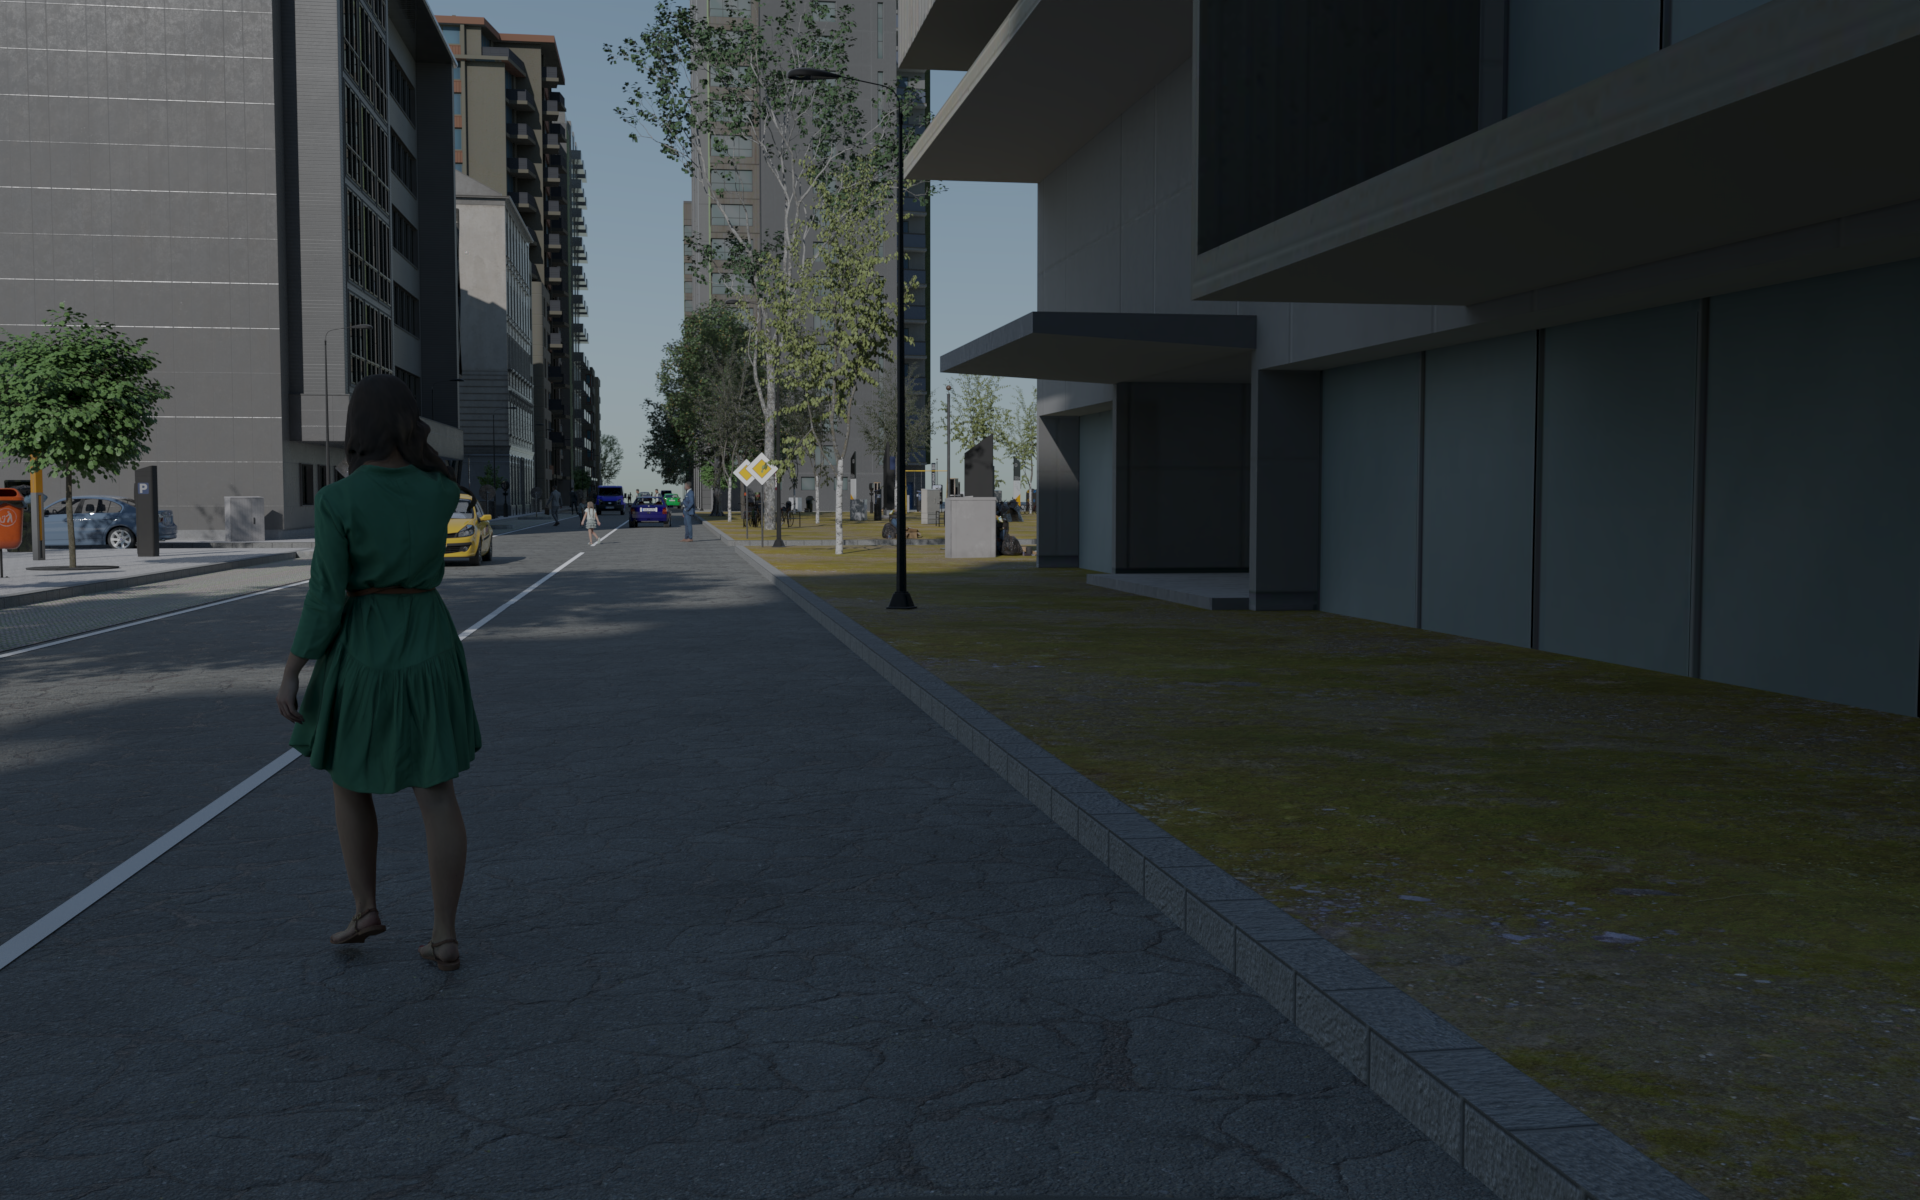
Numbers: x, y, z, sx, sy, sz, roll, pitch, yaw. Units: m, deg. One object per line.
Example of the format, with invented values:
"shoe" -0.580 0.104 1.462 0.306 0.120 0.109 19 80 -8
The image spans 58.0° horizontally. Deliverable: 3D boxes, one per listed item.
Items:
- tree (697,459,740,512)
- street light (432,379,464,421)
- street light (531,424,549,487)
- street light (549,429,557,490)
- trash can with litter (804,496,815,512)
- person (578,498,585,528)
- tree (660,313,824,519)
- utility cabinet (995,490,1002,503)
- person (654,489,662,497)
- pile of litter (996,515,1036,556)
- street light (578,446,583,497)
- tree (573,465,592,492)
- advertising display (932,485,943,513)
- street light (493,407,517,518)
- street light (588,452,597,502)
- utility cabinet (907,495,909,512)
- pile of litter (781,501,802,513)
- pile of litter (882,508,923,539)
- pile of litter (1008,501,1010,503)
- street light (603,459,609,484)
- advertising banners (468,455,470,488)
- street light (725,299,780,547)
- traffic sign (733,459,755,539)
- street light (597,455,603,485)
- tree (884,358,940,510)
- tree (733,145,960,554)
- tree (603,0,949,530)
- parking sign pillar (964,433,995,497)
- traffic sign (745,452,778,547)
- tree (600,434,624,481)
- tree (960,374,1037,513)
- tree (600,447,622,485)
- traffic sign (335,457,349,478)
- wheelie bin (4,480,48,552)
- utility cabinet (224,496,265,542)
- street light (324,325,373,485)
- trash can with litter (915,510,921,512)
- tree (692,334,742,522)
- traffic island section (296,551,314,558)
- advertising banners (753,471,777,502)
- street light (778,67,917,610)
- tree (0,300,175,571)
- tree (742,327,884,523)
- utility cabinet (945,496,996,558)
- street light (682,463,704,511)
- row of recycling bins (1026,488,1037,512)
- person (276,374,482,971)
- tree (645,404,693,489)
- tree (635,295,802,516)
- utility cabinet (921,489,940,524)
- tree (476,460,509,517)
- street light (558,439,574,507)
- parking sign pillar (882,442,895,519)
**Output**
"tree" -17.436 -8.699 125.934 4.285 4.588 4.351 0 3 0
"street light" -20.620 -5.943 69.702 1.470 5.913 1.316 -1 4 -10
"street light" -28.124 -8.674 114.360 1.470 5.913 1.316 -1 4 -10
"street light" -29.598 -9.219 123.272 1.470 5.913 1.316 -1 4 -10
"trash can with litter" -10.582 -6.740 121.584 0.624 1.170 1.055 1 4 10
"person" -16.007 -3.679 73.342 0.352 1.250 0.332 0 4 8
"tree" -11.116 -9.444 88.818 8.767 10.594 7.601 -1 4 -9
"utility cabinet" 1.816 -5.365 96.403 1.173 1.500 0.318 -3 5 -41
"person" -20.015 -6.481 114.816 0.623 1.781 0.721 0 4 5
"pile of litter" 0.933 -1.376 36.462 1.176 0.858 1.719 -3 4 -37
"street light" -37.208 -11.948 167.885 1.470 5.913 1.316 -1 4 -10
"tree" -43.349 -13.045 196.991 4.285 4.588 4.351 0 3 0
"advertising display" -1.532 -6.889 117.853 0.123 1.923 0.974 -3 5 -42
"street light" -24.226 -7.316 92.165 1.470 5.913 1.316 -1 4 -10
"street light" -40.898 -13.307 190.115 1.470 5.913 1.316 -1 4 -10
"utility cabinet" -3.776 -6.849 123.149 0.306 1.237 1.020 0 4 -6
"pile of litter" -11.456 -6.314 117.195 1.719 0.858 1.176 -1 4 -14
"pile of litter" -1.625 -2.234 50.497 1.176 0.858 1.719 3 4 38
"pile of litter" 3.227 -6.462 119.623 1.176 0.858 1.719 1 4 16
"street light" -47.197 -15.575 227.185 1.470 5.913 1.316 -1 4 -10
"advertising banners" -21.739 -4.926 76.725 0.090 3.025 2.074 -1 4 -16
"street light" -4.903 -4.219 41.517 1.470 5.913 1.316 -1 4 -10
"traffic sign" -6.087 -2.803 49.464 0.795 2.450 0.064 -1 4 -10
"street light" -43.377 -14.216 204.977 1.470 5.913 1.316 -1 4 -10
"tree" -3.250 -8.823 94.618 4.360 8.622 3.978 0 3 0
"tree" -2.669 -5.301 37.027 4.737 8.622 4.395 0 3 0
"tree" -5.560 -12.644 62.624 12.611 20.169 13.585 0 3 0
"parking sign pillar" 0.861 -5.409 76.902 1.447 3.967 1.447 1 4 14
"traffic sign" -4.754 -2.321 41.590 0.795 2.450 0.064 -1 4 -10
"tree" -57.687 -21.573 278.467 9.928 11.665 9.643 0 3 0
"tree" 0.971 -8.441 88.374 4.737 8.622 4.395 0 3 0
"tree" -54.542 -19.377 267.171 4.737 8.622 4.395 0 3 0
"traffic sign" -14.020 -2.227 40.048 0.795 2.450 0.064 -1 4 -10
"wheelie bin" -20.737 -1.862 38.346 0.980 1.594 0.693 -2 4 -27
"utility cabinet" -19.437 -2.197 47.078 0.306 1.237 1.020 2 4 34
"street light" -16.782 -4.584 47.497 1.470 5.913 1.316 -1 4 -10
"trash can with litter" -2.342 -6.925 124.285 1.678 1.210 2.233 -3 5 -41
"tree" -10.614 -7.964 80.578 4.360 8.622 3.978 0 3 0
"traffic island section" -14.042 -1.090 40.106 2.009 0.180 2.903 -1 4 -10
"advertising banners" -13.667 -7.733 122.620 2.074 3.025 0.090 1 4 18
"street light" -1.190 -2.849 19.127 1.470 5.913 1.316 -1 4 -10
"tree" -15.175 -2.809 29.642 4.285 4.588 4.351 0 3 0
"tree" -6.397 -7.644 75.348 4.360 8.622 3.978 0 3 0
"utility cabinet" 0.209 -1.457 34.976 1.020 1.237 0.306 -2 4 -25
"street light" -20.165 -9.716 131.391 1.470 5.913 1.316 -1 4 -10
"row of recycling bins" 5.864 -7.234 125.389 1.069 1.692 3.534 -2 4 -26
"person" -1.742 0.211 5.297 0.529 1.795 0.600 3 5 40
"tree" -32.446 -18.382 207.195 9.857 13.997 8.962 0 3 0
"tree" -13.999 -11.205 100.202 9.611 12.733 9.660 0 3 0
"utility cabinet" -1.241 -3.973 73.644 0.318 1.500 1.173 2 4 26
"tree" -26.889 -6.377 98.872 1.663 3.219 1.824 0 3 0
"street light" -33.360 -10.578 145.490 1.470 5.913 1.316 -1 4 -10
"parking sign pillar" -3.678 -6.191 89.695 1.447 3.967 1.447 -1 4 -11
